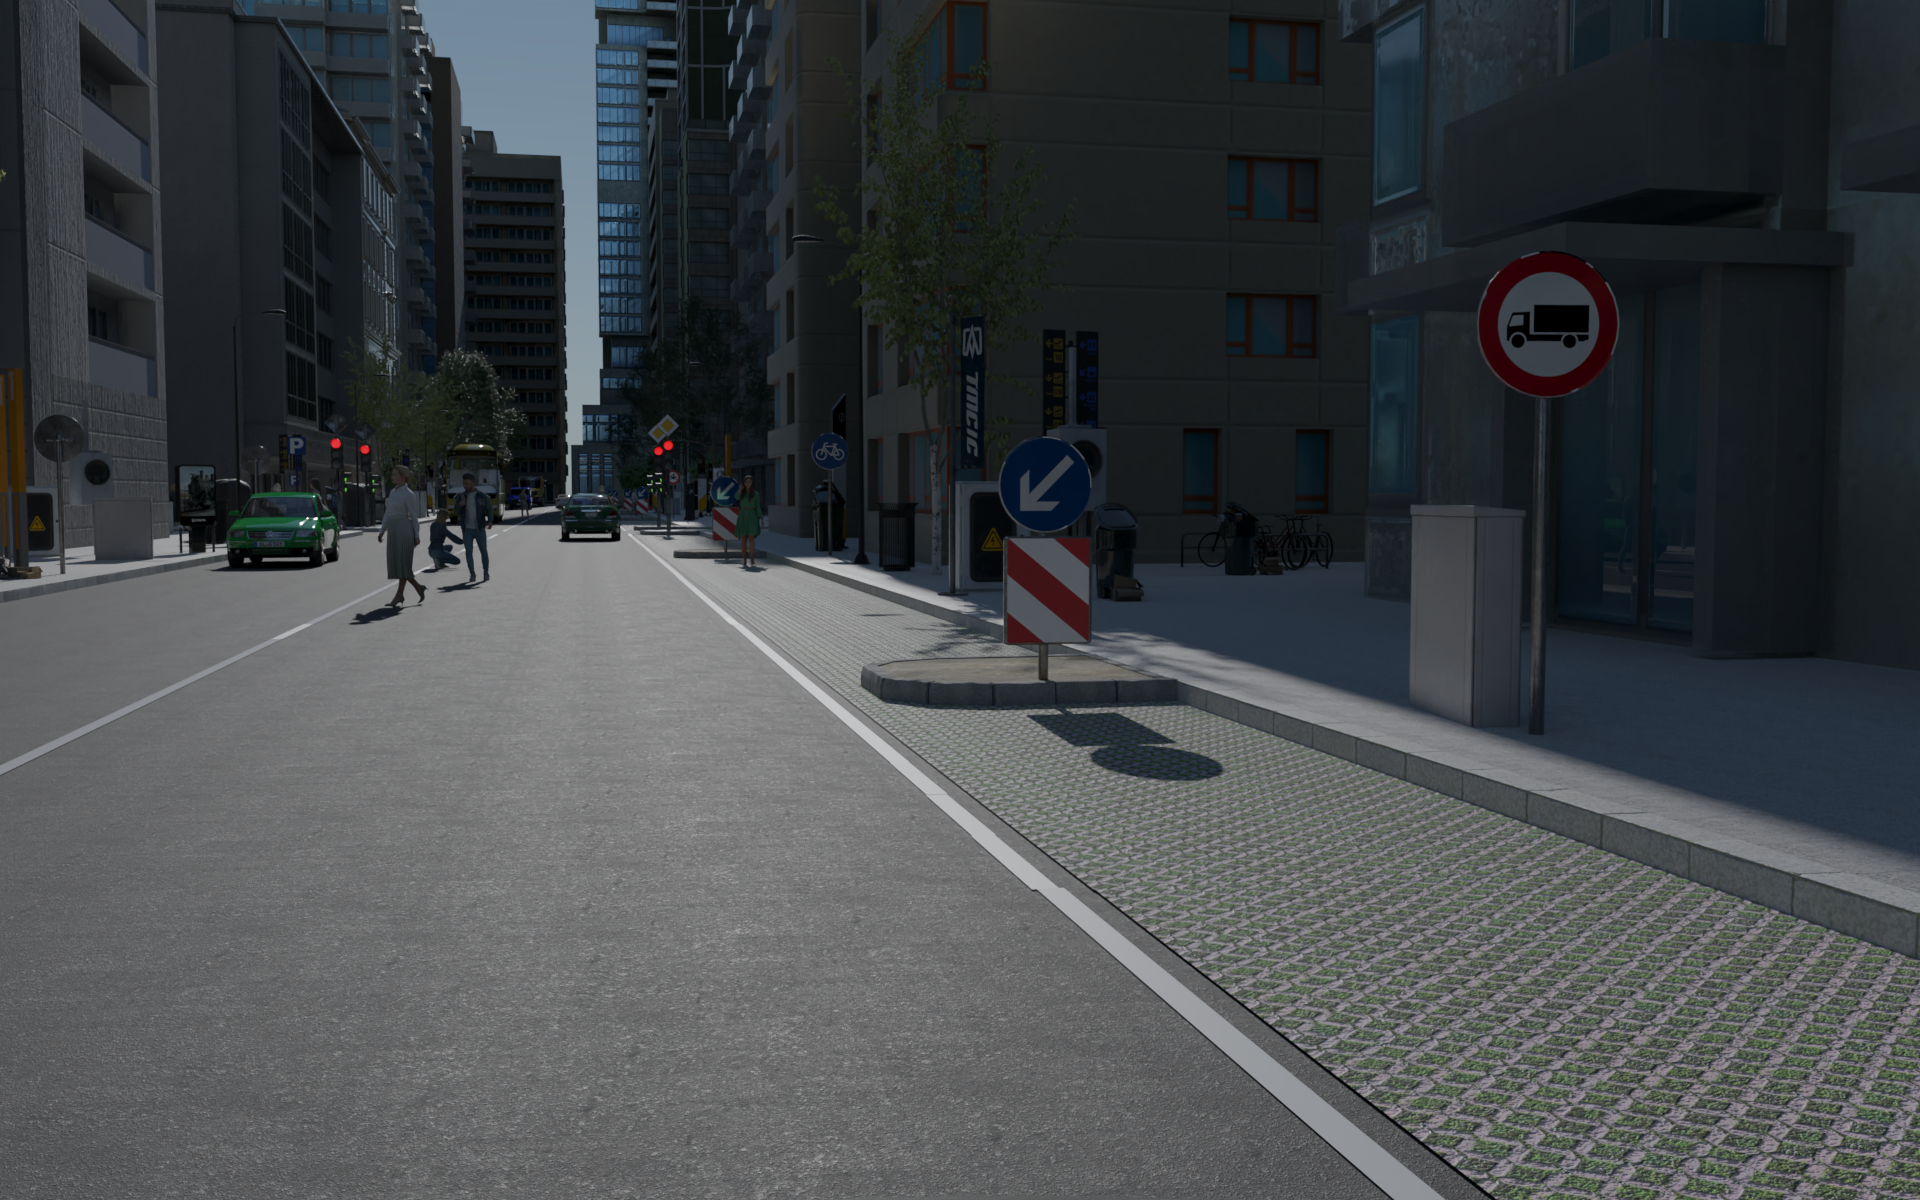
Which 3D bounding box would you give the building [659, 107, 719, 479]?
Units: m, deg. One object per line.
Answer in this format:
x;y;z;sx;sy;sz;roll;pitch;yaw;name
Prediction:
-25.332;-30.835;187.741;14.154;41.232;14.086;-1;4;-12;building

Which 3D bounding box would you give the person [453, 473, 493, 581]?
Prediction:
-8.004;-1.202;28.494;0.623;1.781;0.721;-1;4;-19;person

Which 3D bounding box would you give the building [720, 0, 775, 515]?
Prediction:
-2.695;-29.928;108.924;23.786;49.044;30.456;-1;4;-12;building

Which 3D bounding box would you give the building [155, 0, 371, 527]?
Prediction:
-36.990;-16.033;81.203;14.314;24.678;30.058;-1;4;-12;building

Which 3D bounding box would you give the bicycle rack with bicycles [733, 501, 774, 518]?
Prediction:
-10.865;-4.530;87.450;2.925;0.926;2.852;3;4;36;bicycle rack with bicycles

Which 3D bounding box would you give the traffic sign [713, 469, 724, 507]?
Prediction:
-9.457;-4.061;68.527;0.606;2.300;0.079;0;4;-8;traffic sign

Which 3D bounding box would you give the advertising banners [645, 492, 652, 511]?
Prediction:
-24.112;-8.481;134.849;0.090;3.025;2.074;-2;4;-34;advertising banners

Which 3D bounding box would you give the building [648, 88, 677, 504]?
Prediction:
-25.630;-35.595;205.680;21.300;48.544;21.600;-1;4;-12;building

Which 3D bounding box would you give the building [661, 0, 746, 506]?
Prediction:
-18.981;-44.731;169.603;20.563;71.187;20.611;-1;4;-12;building

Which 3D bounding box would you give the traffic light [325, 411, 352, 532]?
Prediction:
-21.050;-4.264;58.630;0.839;4.253;0.868;-1;4;-12;traffic light

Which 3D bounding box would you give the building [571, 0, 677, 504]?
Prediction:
-37.938;-56.579;237.729;31.000;86.520;22.319;-1;4;-12;building

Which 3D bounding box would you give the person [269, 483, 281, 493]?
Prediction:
-23.784;-3.152;60.226;0.537;1.800;0.526;-1;4;-15;person

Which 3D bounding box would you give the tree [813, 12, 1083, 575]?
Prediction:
-0.320;-4.684;26.943;4.737;8.622;4.395;0;3;0;tree

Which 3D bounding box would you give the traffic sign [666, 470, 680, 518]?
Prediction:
-15.116;-5.581;91.359;0.768;2.556;0.104;0;4;-3;traffic sign

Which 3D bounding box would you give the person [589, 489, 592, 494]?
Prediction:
-29.682;-8.016;139.576;0.388;1.821;0.555;0;4;-4;person

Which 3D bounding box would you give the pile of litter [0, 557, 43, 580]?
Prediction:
-14.700;-0.767;26.506;1.176;0.858;1.719;-2;4;-32;pile of litter

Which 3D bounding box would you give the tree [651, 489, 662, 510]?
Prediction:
-24.108;-8.805;138.560;1.663;3.219;1.824;0;3;0;tree

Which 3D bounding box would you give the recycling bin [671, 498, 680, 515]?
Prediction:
-17.900;-5.826;107.806;0.722;1.027;0.722;2;4;28;recycling bin

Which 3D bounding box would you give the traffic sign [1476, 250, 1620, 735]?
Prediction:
3.080;-0.555;9.177;0.768;2.556;0.104;0;4;-4;traffic sign

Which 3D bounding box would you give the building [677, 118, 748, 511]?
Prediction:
-14.923;-22.389;137.766;14.160;30.474;14.107;-1;4;-12;building

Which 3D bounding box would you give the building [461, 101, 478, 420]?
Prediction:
-70.343;-35.174;194.709;30.456;49.044;23.786;-1;4;-12;building

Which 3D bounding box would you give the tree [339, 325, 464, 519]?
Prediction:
-25.201;-7.690;76.095;4.737;8.622;4.395;0;3;0;tree

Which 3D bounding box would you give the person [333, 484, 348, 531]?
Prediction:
-23.150;-3.404;64.252;0.767;1.812;0.694;0;4;3;person

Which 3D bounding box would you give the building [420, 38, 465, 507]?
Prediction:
-57.355;-32.021;173.656;14.600;45.320;14.200;-1;4;-12;building

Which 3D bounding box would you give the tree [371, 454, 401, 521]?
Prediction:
-27.287;-5.375;82.486;1.663;3.219;1.824;0;3;0;tree

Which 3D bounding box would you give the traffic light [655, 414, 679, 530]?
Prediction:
-10.294;-4.408;60.985;0.839;4.253;0.868;-1;4;-12;traffic light

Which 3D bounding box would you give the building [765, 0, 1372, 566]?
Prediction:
10.040;-12.373;47.344;27.650;21.520;28.899;-1;4;-12;building

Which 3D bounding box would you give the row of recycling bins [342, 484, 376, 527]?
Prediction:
-24.006;-3.805;69.318;1.069;1.692;3.534;-1;4;-11;row of recycling bins

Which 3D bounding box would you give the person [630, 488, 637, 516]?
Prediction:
-20.858;-6.240;110.747;0.641;1.798;0.478;3;4;36;person

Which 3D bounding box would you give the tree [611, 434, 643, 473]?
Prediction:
-40.081;-15.807;208.800;4.360;8.622;3.978;0;3;0;tree

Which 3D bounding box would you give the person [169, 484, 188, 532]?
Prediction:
-28.242;-3.333;63.217;1.509;1.804;0.699;0;4;-7;person

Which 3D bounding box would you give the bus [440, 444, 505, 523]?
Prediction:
-24.791;-5.950;88.837;2.896;3.916;12.252;-1;4;-13;bus

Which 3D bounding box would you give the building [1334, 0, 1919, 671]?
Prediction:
17.036;-23.849;9.536;23.786;49.044;30.456;-1;4;-12;building

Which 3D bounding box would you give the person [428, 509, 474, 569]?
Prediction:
-10.000;-1.199;33.598;0.738;1.151;1.012;-3;5;-41;person

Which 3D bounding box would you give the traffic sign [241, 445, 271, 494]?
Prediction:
-18.410;-2.765;45.314;0.768;2.556;0.104;0;4;-4;traffic sign

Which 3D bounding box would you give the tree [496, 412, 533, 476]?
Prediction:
-56.914;-17.712;215.353;9.928;11.665;9.643;0;3;0;tree

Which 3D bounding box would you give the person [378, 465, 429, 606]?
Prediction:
-7.158;-0.832;22.334;0.641;1.798;0.478;-3;5;-43;person

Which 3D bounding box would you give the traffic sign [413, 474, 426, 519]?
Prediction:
-28.073;-5.374;89.996;0.606;2.300;0.079;-1;4;-12;traffic sign

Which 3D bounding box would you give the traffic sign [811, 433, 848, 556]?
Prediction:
-2.701;-2.197;36.029;0.768;2.556;0.104;0;4;-5;traffic sign

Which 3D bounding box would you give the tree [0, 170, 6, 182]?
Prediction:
-13.153;-4.266;20.118;4.360;8.622;3.978;0;3;0;tree

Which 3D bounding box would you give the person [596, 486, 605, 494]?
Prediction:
-15.659;-4.091;75.573;0.537;1.800;0.526;1;4;13;person

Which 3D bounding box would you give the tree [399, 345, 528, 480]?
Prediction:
-38.273;-13.247;133.598;9.611;12.733;9.660;0;3;0;tree

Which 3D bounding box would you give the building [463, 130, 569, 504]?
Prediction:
-64.199;-37.304;233.619;21.600;48.544;21.300;-1;4;-12;building

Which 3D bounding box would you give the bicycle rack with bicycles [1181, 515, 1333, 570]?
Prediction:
5.296;-1.013;29.946;2.925;0.926;2.852;-2;4;-29;bicycle rack with bicycles

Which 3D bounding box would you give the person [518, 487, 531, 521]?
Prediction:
-23.022;-5.061;91.582;0.599;1.781;0.374;1;4;21;person

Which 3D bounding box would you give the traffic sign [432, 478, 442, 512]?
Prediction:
-32.456;-6.444;107.485;0.606;2.300;0.079;0;4;-4;traffic sign

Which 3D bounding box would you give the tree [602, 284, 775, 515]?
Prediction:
-11.183;-8.761;77.649;7.601;10.594;8.767;0;4;1;tree

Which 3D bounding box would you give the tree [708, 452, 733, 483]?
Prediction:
-18.455;-8.816;127.856;4.285;4.588;4.351;0;3;0;tree

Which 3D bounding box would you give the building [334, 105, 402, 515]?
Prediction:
-42.451;-19.012;108.110;12.463;27.353;25.104;-1;4;-12;building

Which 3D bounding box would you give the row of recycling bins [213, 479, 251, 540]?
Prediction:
-20.552;-2.533;48.522;1.069;1.692;3.534;-2;4;-29;row of recycling bins

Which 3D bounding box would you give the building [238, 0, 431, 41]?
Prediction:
-57.875;-32.478;150.620;23.786;49.044;30.456;-1;4;-12;building

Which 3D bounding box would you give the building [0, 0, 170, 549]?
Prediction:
-35.803;-30.547;41.445;28.212;58.520;21.231;-1;4;-12;building

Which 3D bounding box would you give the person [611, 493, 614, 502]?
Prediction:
-27.148;-7.594;135.257;0.503;1.515;0.523;2;4;32;person

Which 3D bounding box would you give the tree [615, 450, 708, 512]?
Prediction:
-20.266;-8.136;116.734;4.285;4.588;4.351;0;3;0;tree

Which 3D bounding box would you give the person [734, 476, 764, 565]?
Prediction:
-4.231;-1.585;34.666;0.600;1.795;0.529;-1;4;-15;person

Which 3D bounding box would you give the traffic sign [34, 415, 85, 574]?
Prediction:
-14.420;-1.691;27.762;0.768;2.556;0.104;0;4;-8;traffic sign

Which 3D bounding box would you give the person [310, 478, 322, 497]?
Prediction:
-16.204;-2.136;43.428;0.388;1.821;0.555;-2;4;-33;person

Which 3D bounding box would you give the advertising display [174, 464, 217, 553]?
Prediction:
-16.664;-1.993;37.793;0.123;1.923;0.974;2;4;27;advertising display

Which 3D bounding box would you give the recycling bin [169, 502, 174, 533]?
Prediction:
-26.320;-2.707;56.806;0.722;1.027;0.722;0;4;3;recycling bin
